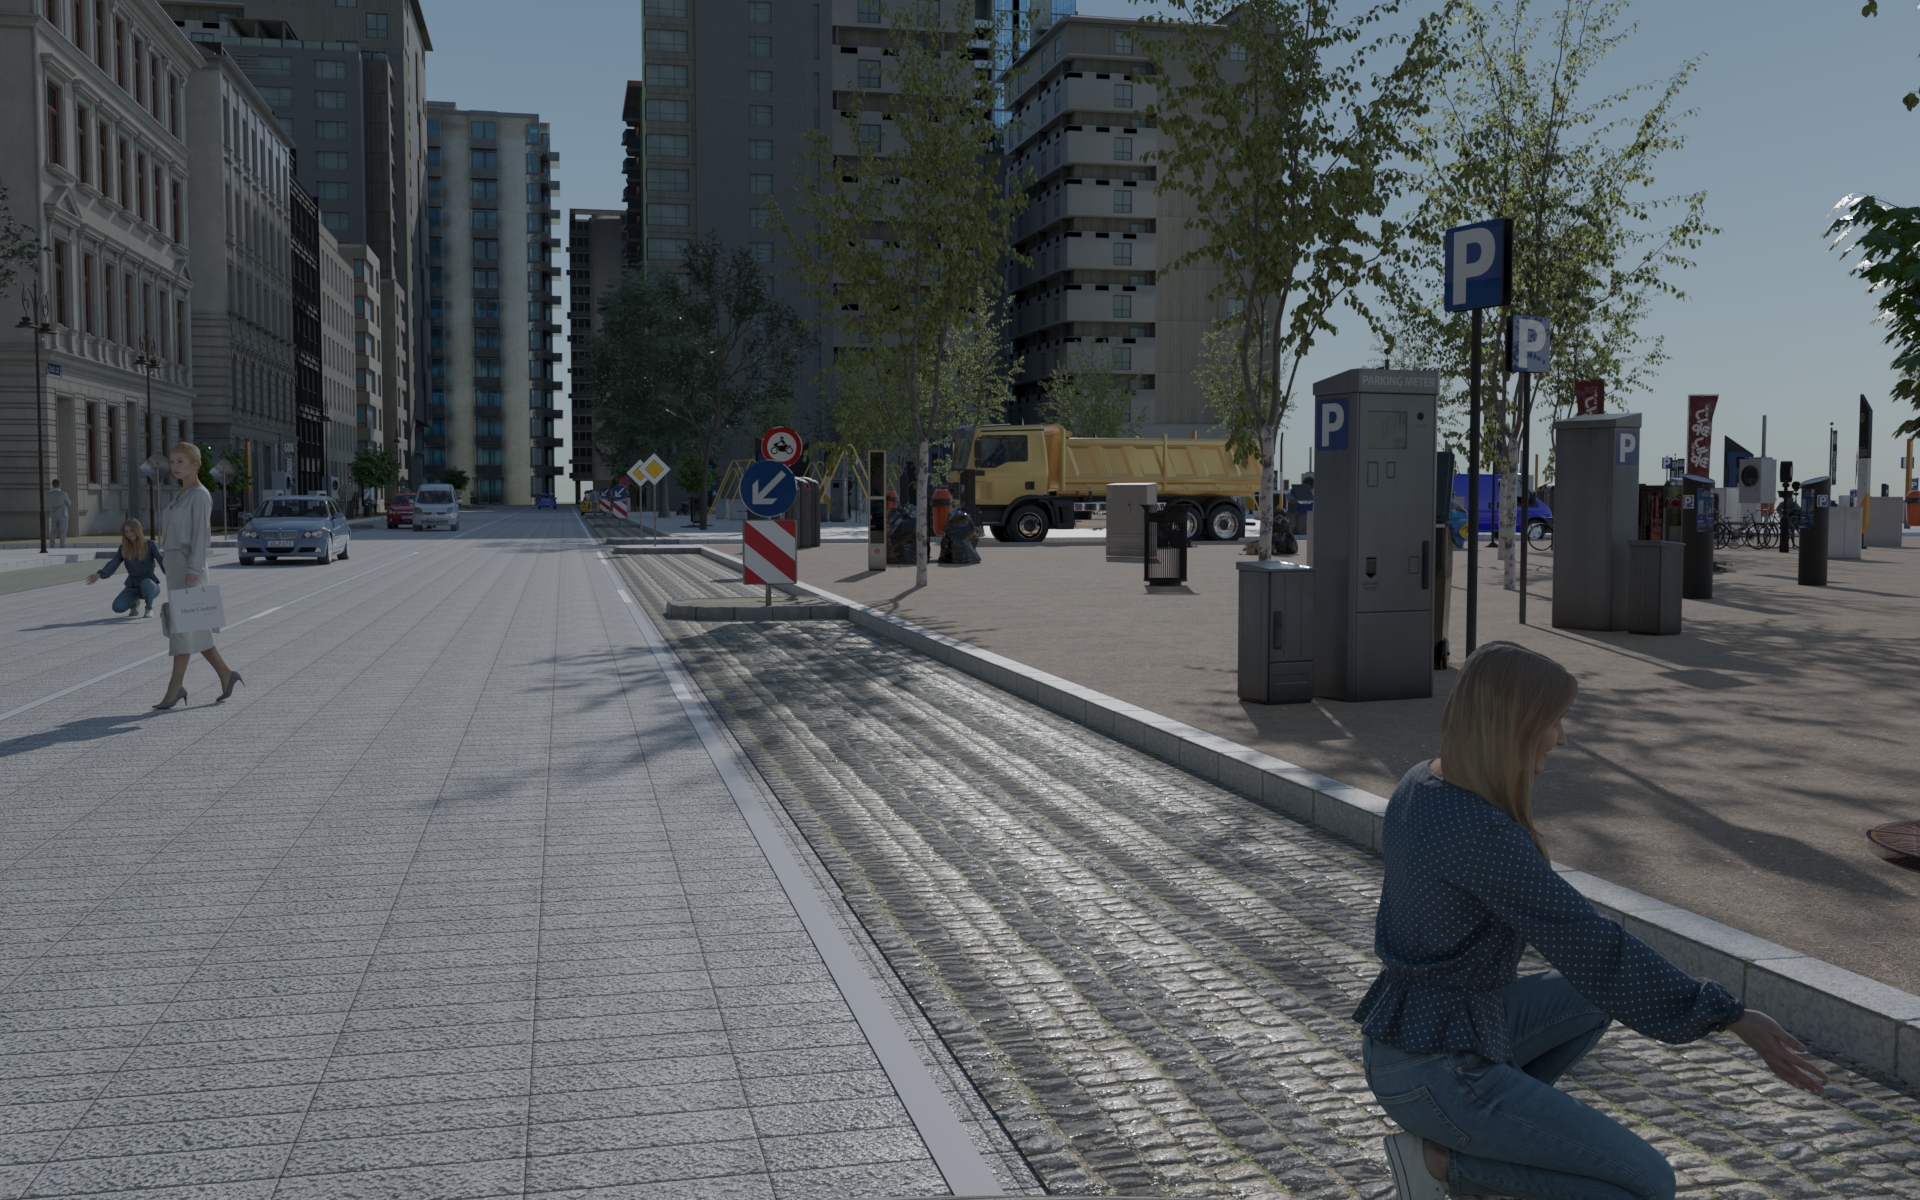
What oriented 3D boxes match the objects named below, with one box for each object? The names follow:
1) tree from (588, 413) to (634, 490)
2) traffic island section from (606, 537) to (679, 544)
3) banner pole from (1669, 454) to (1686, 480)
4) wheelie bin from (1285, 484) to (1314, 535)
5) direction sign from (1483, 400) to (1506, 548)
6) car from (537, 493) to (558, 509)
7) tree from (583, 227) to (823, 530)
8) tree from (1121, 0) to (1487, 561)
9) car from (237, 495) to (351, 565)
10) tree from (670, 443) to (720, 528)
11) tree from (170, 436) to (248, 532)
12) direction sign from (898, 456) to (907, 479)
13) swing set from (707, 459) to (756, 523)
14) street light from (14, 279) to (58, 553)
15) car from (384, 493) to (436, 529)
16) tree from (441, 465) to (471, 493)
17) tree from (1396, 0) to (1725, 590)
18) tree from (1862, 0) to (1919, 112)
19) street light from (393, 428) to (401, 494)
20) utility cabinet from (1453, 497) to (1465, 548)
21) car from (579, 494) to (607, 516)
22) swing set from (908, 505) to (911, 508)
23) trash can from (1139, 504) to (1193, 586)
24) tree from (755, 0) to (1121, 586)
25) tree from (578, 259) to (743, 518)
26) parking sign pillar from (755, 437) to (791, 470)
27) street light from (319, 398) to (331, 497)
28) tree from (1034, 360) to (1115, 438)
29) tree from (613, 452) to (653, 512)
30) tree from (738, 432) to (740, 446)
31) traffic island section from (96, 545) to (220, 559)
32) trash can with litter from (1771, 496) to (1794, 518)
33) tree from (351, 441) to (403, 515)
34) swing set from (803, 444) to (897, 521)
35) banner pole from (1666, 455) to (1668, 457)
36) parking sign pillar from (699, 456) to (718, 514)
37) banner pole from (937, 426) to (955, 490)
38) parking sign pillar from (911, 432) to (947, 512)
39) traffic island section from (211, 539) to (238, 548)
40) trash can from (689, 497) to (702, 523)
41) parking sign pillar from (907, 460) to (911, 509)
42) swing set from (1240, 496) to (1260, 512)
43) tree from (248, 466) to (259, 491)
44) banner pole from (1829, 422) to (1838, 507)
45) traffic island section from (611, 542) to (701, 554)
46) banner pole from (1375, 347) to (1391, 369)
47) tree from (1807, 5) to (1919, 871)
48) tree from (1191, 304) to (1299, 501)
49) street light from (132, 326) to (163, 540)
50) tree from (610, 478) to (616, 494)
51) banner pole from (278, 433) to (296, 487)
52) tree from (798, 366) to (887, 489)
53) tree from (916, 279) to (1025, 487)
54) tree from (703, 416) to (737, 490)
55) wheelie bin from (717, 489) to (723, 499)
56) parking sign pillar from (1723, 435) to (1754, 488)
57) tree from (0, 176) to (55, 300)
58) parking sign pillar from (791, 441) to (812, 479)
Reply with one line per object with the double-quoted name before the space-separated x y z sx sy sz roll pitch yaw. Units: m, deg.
"tree" -29.008 -11.969 146.049 4.360 8.622 3.978 0 3 0
"traffic island section" -9.218 -1.706 50.169 2.009 0.180 2.903 -1 4 -13
"banner pole" 44.491 -7.174 107.304 0.401 3.779 0.863 -3 5 -42
"wheelie bin" 10.662 -2.845 54.430 0.980 1.594 0.693 -1 4 -18
"direction sign" 12.803 -3.029 41.529 0.876 3.537 0.379 -3 5 -39
"car" -39.101 -9.445 164.018 1.945 1.707 3.694 -1 4 -14
"tree" -9.173 -7.766 61.380 8.767 10.594 7.601 0 4 -8
"tree" 3.592 -4.197 18.976 4.737 8.622 4.395 0 3 0
"car" -13.965 -1.499 36.503 2.014 1.417 4.499 -1 4 -12
"tree" -10.288 -4.544 68.899 1.663 3.219 1.824 0 3 0
"tree" -25.404 -3.895 58.286 1.663 3.219 1.824 0 3 0
"direction sign" -3.425 -6.804 103.238 0.379 3.537 0.876 3 4 37
"swing set" -9.944 -4.989 79.194 2.862 2.851 3.119 -2 4 -24
"street light" -19.917 -3.956 37.470 0.468 5.910 1.993 -1 4 -13
"car" -22.918 -3.877 72.423 2.155 1.783 4.494 -1 4 -14
"tree" -57.075 -12.980 195.937 4.285 4.588 4.351 0 3 0
"tree" 7.619 -4.450 23.115 4.360 8.622 3.978 0 3 0
"tree" 6.532 -3.644 9.936 4.737 8.622 4.395 0 3 0
"street light" -38.455 -8.907 118.423 0.468 5.910 1.993 -1 4 -13
"utility cabinet" 11.469 -1.842 41.285 1.020 1.237 0.306 0 4 -3
"car" -24.626 -6.499 116.488 2.015 1.641 3.980 -1 4 -11
"swing set" -3.980 -5.795 92.362 2.862 2.851 3.119 -1 4 -10
"trash can" 2.885 -0.773 24.299 0.748 1.137 0.748 0 3 0
"tree" -0.628 -4.521 24.274 4.737 8.622 4.395 0 3 0
"tree" -16.066 -11.444 93.770 9.857 13.997 8.962 0 3 0
"parking sign pillar" -8.995 -5.714 81.890 1.447 3.967 1.447 -1 4 -18
"street light" -30.507 -6.766 83.413 0.468 5.910 1.993 -1 4 -13
"tree" 6.222 -8.890 95.710 4.360 8.622 3.978 0 3 0
"tree" -23.597 -8.679 125.609 4.285 4.588 4.351 0 3 0
"tree" -11.466 -9.758 109.912 4.737 8.622 4.395 0 3 0
"traffic island section" -18.448 -1.077 39.883 2.009 0.180 2.903 -1 4 -13
"trash can with litter" 45.015 -5.126 94.864 1.678 1.210 2.233 -3 5 -43
"tree" -35.902 -7.502 106.373 4.285 4.588 4.351 0 3 0
"swing set" -3.700 -3.552 55.690 2.862 2.851 3.119 -1 4 -9
"banner pole" 45.731 -7.430 111.494 0.863 3.779 0.401 2 4 29
"parking sign pillar" -15.935 -7.432 109.983 1.447 3.967 1.447 -3 5 -41
"banner pole" -0.565 -4.513 63.799 0.863 3.779 0.401 0 4 7
"parking sign pillar" -1.026 -5.129 72.337 1.447 3.967 1.447 -1 4 -22
"traffic island section" -20.227 -1.553 47.668 2.009 0.180 2.903 -1 4 -13
"trash can" -11.545 -3.945 76.149 0.748 1.137 0.748 0 3 0
"parking sign pillar" -3.440 -7.989 119.087 1.447 3.967 1.447 2 4 32
"swing set" 13.646 -5.257 83.568 2.862 2.851 3.119 0 4 -3
"tree" -25.427 -4.045 60.736 1.663 3.219 1.824 0 3 0
"banner pole" 30.141 -4.271 59.841 0.401 3.779 0.863 1 4 10
"traffic island section" -7.439 -1.230 42.384 2.009 0.180 2.903 -1 4 -13
"banner pole" 7.279 -2.439 29.894 0.401 3.779 0.863 0 4 -4
"tree" 3.876 -0.691 5.901 1.663 3.219 1.824 0 3 0
"tree" 11.050 -7.202 68.111 4.360 8.622 3.978 0 3 0
"street light" -22.389 -4.592 47.863 0.468 5.910 1.993 -1 4 -13
"tree" -36.152 -11.412 181.188 1.663 3.219 1.824 0 3 0
"banner pole" -27.528 -4.938 70.752 0.401 3.779 0.863 3 5 41
"tree" -7.045 -9.058 98.468 4.360 8.622 3.978 0 3 0
"tree" 0.220 -6.702 59.936 4.360 8.622 3.978 0 3 0
"tree" -16.725 -10.060 114.839 4.360 8.622 3.978 0 3 0
"wheelie bin" -15.798 -6.366 111.994 0.980 1.594 0.693 2 4 31
"parking sign pillar" 35.629 -5.547 79.162 1.447 3.967 1.447 0 4 2
"tree" -17.429 -5.560 25.322 8.767 10.594 7.601 1 4 17
"parking sign pillar" -8.233 -6.109 88.356 1.447 3.967 1.447 1 4 16
